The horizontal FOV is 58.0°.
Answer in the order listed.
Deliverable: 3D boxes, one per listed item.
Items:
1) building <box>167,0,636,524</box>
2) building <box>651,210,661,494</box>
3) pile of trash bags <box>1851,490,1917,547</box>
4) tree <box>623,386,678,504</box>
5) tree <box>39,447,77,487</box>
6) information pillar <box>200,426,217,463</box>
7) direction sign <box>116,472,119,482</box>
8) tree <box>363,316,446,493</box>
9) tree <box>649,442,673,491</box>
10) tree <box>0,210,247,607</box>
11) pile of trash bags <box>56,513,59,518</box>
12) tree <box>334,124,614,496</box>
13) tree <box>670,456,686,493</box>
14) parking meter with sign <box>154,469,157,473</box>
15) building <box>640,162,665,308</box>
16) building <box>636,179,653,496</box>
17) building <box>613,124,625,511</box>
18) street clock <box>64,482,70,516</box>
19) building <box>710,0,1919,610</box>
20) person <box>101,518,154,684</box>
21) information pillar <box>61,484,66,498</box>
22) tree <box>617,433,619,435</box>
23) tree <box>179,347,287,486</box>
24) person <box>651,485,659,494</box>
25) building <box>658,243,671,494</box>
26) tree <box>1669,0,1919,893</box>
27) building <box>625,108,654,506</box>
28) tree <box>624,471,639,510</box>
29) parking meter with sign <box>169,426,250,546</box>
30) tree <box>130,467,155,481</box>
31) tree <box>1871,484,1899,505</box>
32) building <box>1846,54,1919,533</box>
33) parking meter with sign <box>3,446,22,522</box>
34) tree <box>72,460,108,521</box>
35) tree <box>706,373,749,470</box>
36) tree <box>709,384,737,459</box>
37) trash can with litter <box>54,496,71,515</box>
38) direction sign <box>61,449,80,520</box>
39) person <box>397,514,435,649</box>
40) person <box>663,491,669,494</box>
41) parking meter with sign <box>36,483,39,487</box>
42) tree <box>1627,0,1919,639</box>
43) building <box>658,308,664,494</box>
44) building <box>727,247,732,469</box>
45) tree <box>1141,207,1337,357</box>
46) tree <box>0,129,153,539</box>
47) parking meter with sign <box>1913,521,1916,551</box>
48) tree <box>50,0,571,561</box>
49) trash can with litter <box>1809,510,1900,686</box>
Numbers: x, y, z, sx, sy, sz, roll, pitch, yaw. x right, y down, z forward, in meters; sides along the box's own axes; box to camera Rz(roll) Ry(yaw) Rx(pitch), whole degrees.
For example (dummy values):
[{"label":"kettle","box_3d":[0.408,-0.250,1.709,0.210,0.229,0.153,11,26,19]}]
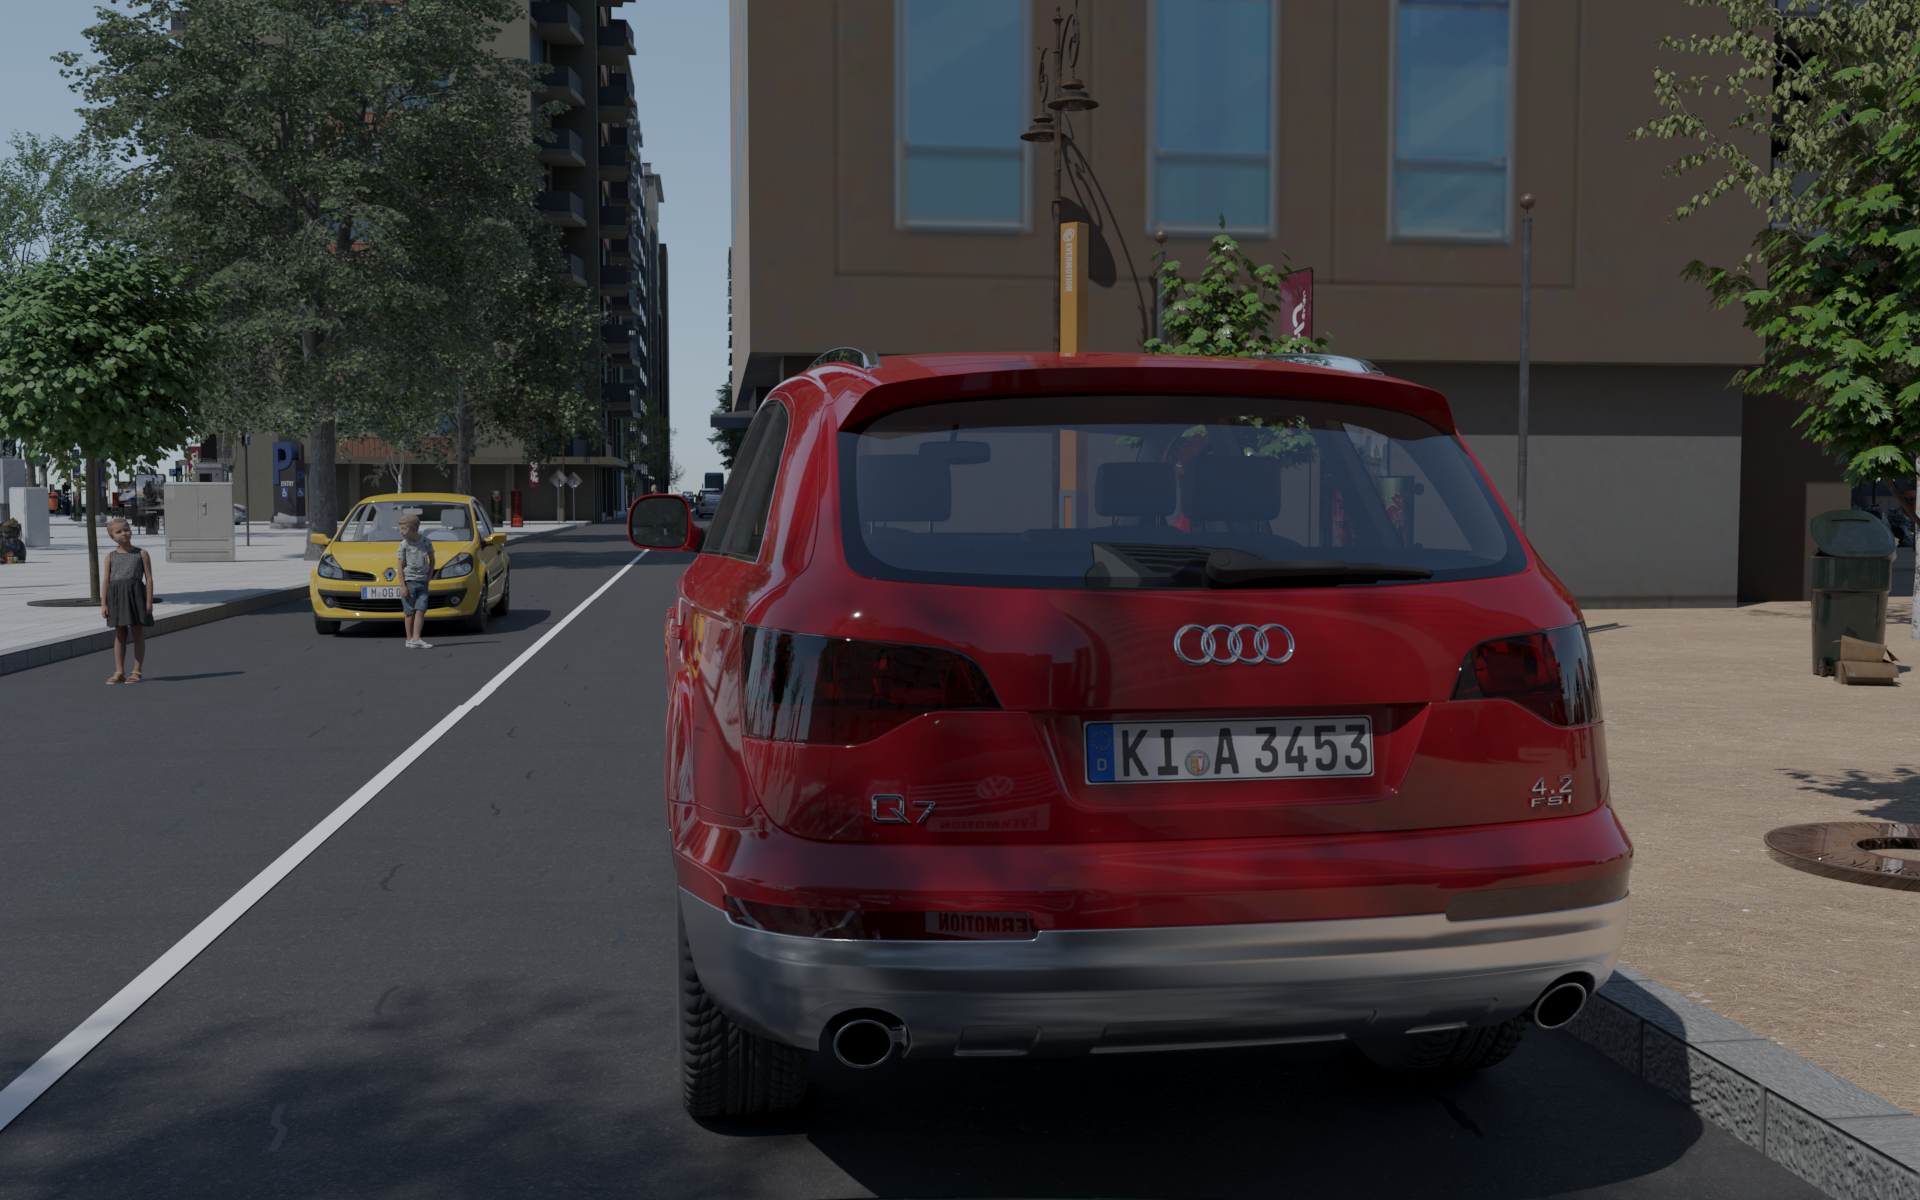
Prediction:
[{"label":"building","box_3d":[-28.707,-26.758,92.111,22.147,44.769,28.867,-1,4,-8]},{"label":"building","box_3d":[-49.373,-34.145,241.864,14.154,41.232,14.086,-1,4,-8]},{"label":"pile of trash bags","box_3d":[22.396,-1.987,42.234,3.447,1.369,1.912,-2,4,-31]},{"label":"tree","box_3d":[-28.408,-13.181,149.917,8.767,10.594,7.601,0,4,-1]},{"label":"tree","box_3d":[-31.035,-6.639,58.907,4.737,8.622,4.395,0,3,0]},{"label":"information pillar","box_3d":[-23.045,-3.778,53.130,0.504,3.616,0.183,-3,5,-42]},{"label":"direction sign","box_3d":[-68.570,-9.118,141.077,0.379,3.537,0.876,-1,4,-15]},{"label":"tree","box_3d":[-21.894,-7.178,67.730,4.360,8.622,3.978,0,3,0]},{"label":"tree","box_3d":[-40.168,-17.078,229.591,4.360,8.622,3.978,0,3,0]},{"label":"tree","box_3d":[-10.098,-2.236,20.268,4.285,4.588,4.351,0,3,0]},{"label":"pile of trash bags","box_3d":[-50.543,-5.188,94.582,3.447,1.369,1.912,1,4,23]},{"label":"tree","box_3d":[-15.035,-8.289,52.533,9.611,12.733,9.660,0,3,0]},{"label":"tree","box_3d":[-51.656,-22.091,311.544,4.737,8.622,4.395,0,3,0]},{"label":"parking meter with sign","box_3d":[-55.948,-7.679,121.816,1.738,3.016,0.543,1,4,11]},{"label":"building","box_3d":[-61.717,-42.012,276.130,28.713,52.752,27.495,-1,4,-8]},{"label":"building","box_3d":[-46.504,-32.641,217.279,14.154,41.232,14.086,-1,4,-8]},{"label":"building","box_3d":[-31.682,-21.552,124.075,14.160,30.474,14.107,-1,4,-8]},{"label":"street clock","box_3d":[-52.670,-5.971,102.203,0.358,2.002,0.471,0,4,-7]},{"label":"building","box_3d":[3.718,-22.875,24.119,14.600,45.320,14.200,-1,4,-8]},{"label":"person","box_3d":[-6.316,0.002,13.145,0.362,1.253,0.373,0,4,-7]},{"label":"information pillar","box_3d":[-67.560,-7.710,130.555,0.304,2.012,0.304,-3,4,-36]},{"label":"tree","box_3d":[-23.685,-9.832,111.123,4.737,8.622,4.395,0,3,0]},{"label":"tree","box_3d":[-25.394,-6.709,60.051,4.737,8.622,4.395,0,3,0]},{"label":"person","box_3d":[-11.868,-3.705,69.298,1.509,1.804,0.699,-3,5,-43]},{"label":"building","box_3d":[-57.161,-39.628,298.031,14.600,45.320,14.200,-1,4,-8]},{"label":"tree","box_3d":[3.331,-0.683,5.775,1.663,3.219,1.824,0,3,0]},{"label":"building","box_3d":[-46.941,-35.163,194.521,23.786,49.044,30.456,-1,4,-8]},{"label":"tree","box_3d":[-27.276,-9.079,143.048,1.663,3.219,1.824,0,3,0]},{"label":"parking meter with sign","box_3d":[-18.297,-2.816,42.304,1.738,3.016,0.543,-1,4,-10]},{"label":"tree","box_3d":[-48.201,-6.614,102.743,1.663,3.219,1.824,0,3,0]},{"label":"tree","box_3d":[27.034,-4.118,51.048,4.285,4.588,4.351,0,3,0]},{"label":"building","box_3d":[28.390,-38.295,64.373,20.611,71.187,20.563,-1,4,-8]},{"label":"parking meter with sign","box_3d":[-35.056,-4.075,62.895,0.543,3.016,1.738,3,5,39]},{"label":"tree","box_3d":[-41.252,-5.358,82.198,1.663,3.219,1.824,0,3,0]},{"label":"tree","box_3d":[-16.043,-14.372,141.638,9.857,13.997,8.962,0,3,0]},{"label":"tree","box_3d":[-19.401,-14.279,159.217,9.928,11.665,9.643,0,3,0]},{"label":"trash can with litter","box_3d":[-55.056,-5.800,106.216,1.055,1.170,0.624,0,4,5]},{"label":"direction sign","box_3d":[-44.740,-5.819,87.133,0.876,3.537,0.379,-1,4,-14]},{"label":"person","box_3d":[-5.053,-0.179,16.113,0.332,1.250,0.352,0,4,7]},{"label":"person","box_3d":[-31.659,-10.830,186.367,0.742,1.727,0.445,-1,4,-9]},{"label":"parking meter with sign","box_3d":[-62.440,-7.386,117.025,0.543,3.016,1.738,1,4,15]},{"label":"tree","box_3d":[8.318,-3.957,15.064,4.737,8.622,4.395,0,3,0]},{"label":"building","box_3d":[-51.416,-29.701,257.311,14.160,30.474,14.107,-1,4,-8]},{"label":"building","box_3d":[-28.956,-39.445,299.547,22.147,44.769,28.867,-1,4,-8]},{"label":"tree","box_3d":[1.672,-1.052,11.807,1.663,3.219,1.824,0,3,0]},{"label":"tree","box_3d":[-26.601,-7.568,49.498,9.928,11.665,9.643,0,3,0]},{"label":"parking meter with sign","box_3d":[22.239,-2.590,38.608,1.738,3.016,0.543,0,4,-2]},{"label":"tree","box_3d":[-12.433,-7.743,33.247,9.857,13.997,8.962,0,3,0]},{"label":"trash can with litter","box_3d":[6.261,-0.035,11.968,0.624,1.170,1.055,1,4,13]}]
